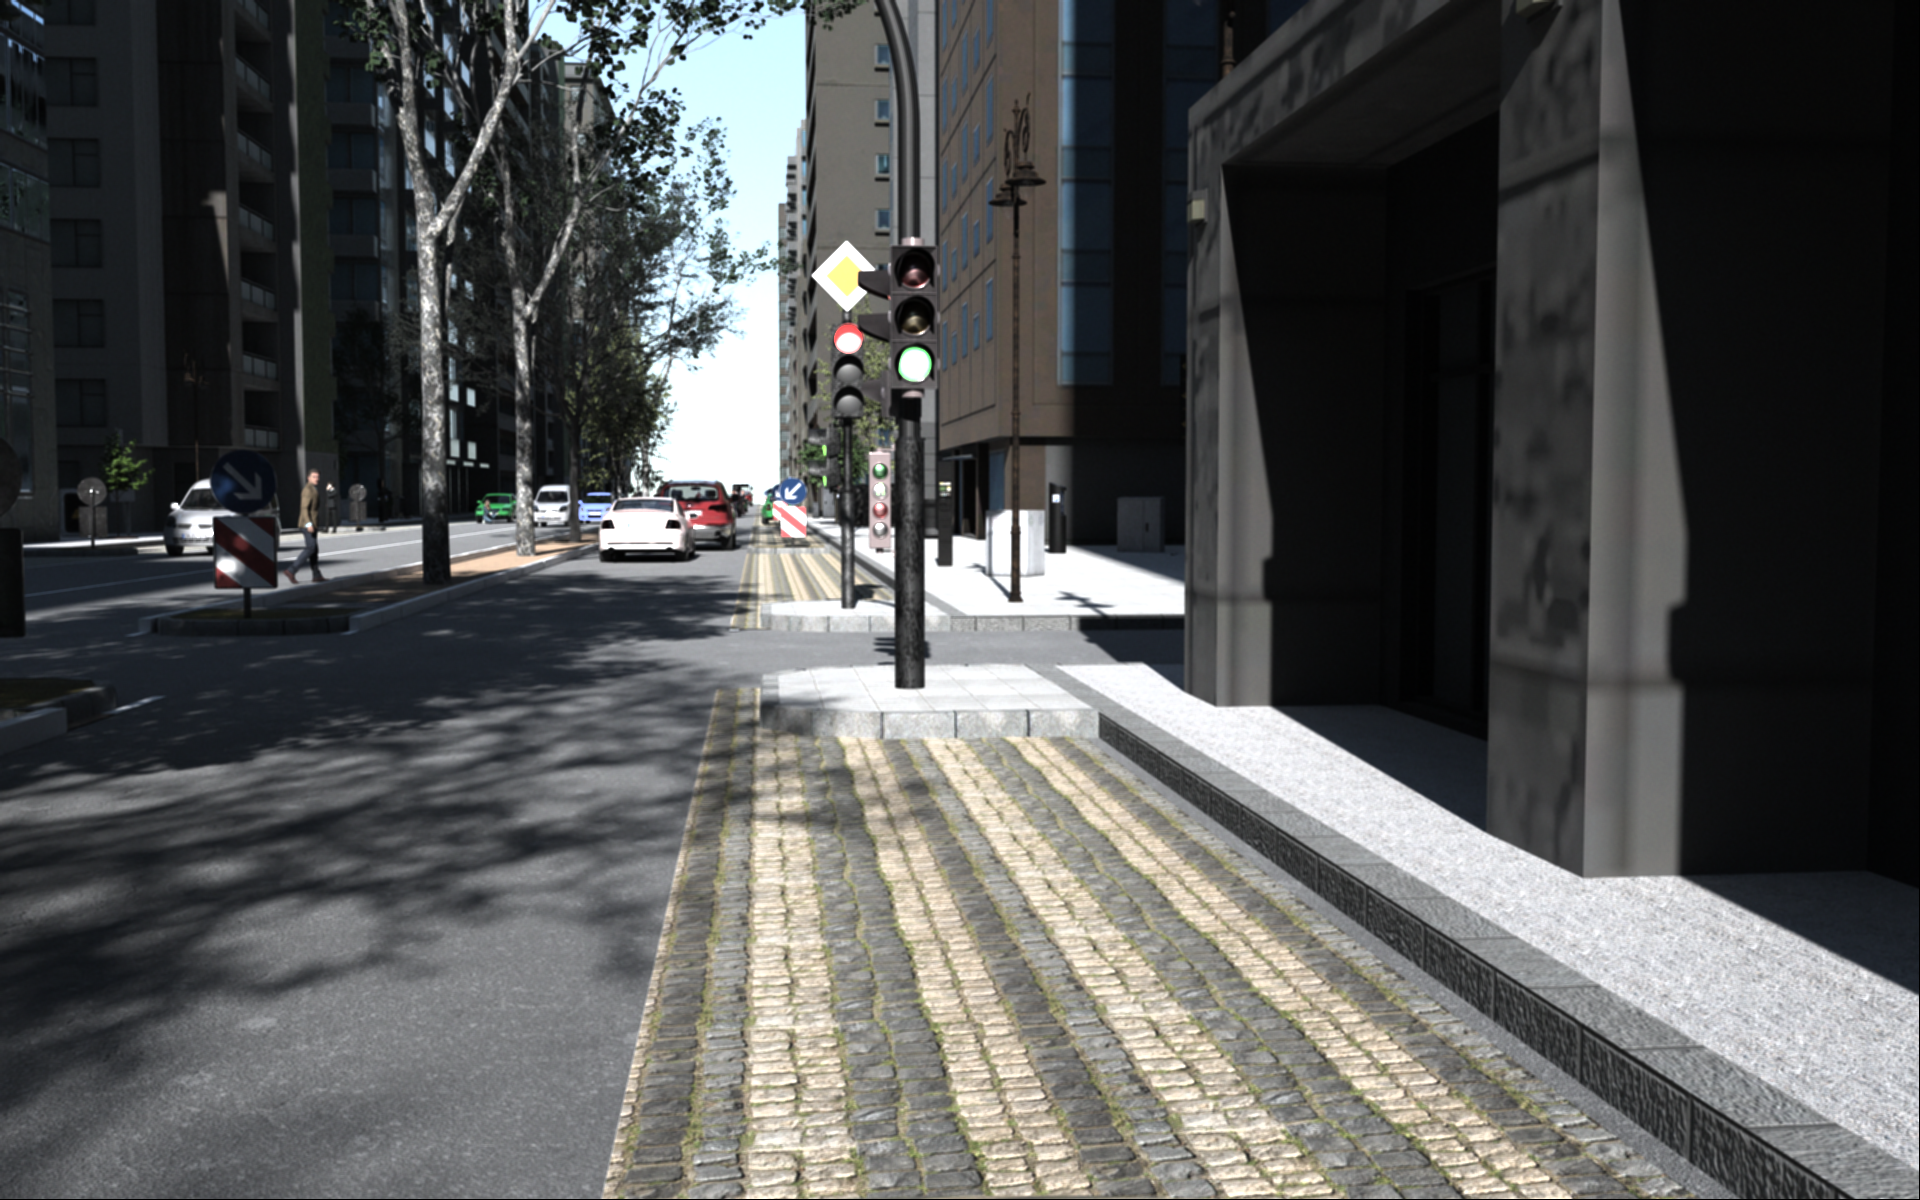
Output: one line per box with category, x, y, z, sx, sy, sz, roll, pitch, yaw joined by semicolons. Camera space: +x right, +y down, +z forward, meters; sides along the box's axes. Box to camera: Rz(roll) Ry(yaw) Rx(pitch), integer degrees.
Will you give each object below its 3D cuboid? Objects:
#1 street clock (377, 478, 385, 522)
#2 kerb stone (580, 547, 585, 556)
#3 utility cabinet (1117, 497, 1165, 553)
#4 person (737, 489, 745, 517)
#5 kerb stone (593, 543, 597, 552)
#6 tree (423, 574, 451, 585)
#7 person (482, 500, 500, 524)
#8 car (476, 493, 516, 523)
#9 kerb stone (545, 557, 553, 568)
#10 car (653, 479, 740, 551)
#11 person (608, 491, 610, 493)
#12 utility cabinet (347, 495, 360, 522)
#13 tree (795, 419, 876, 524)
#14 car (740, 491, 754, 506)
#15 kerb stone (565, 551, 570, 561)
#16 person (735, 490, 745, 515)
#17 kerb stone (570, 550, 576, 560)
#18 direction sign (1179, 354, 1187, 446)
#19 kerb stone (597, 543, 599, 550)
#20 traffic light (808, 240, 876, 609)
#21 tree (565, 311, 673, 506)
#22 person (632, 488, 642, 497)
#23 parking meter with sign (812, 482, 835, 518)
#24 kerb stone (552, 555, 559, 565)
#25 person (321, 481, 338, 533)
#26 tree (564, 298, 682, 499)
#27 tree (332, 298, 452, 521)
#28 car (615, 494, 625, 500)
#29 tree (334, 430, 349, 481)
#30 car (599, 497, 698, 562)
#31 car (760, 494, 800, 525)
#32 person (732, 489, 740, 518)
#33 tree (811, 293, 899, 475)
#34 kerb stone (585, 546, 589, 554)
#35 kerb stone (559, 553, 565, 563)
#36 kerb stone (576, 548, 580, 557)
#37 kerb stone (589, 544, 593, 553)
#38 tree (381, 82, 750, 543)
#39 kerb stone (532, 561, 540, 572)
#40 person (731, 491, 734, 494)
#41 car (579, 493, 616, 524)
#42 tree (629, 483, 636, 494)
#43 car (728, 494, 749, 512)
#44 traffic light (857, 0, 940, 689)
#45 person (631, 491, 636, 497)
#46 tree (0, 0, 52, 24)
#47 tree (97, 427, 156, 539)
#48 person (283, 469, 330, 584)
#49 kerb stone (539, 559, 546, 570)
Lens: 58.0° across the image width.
street clock;-26.175;-4.509;78.290;0.358;2.002;0.471;0;4;-6
kerb stone;-8.826;-1.084;39.942;0.120;0.150;1.000;0;4;-7
utility cabinet;3.982;-1.650;38.139;1.020;1.237;0.306;2;4;26
person;-13.395;-5.913;105.973;0.742;1.727;0.445;2;4;28
kerb stone;-9.175;-1.273;43.004;0.120;0.150;1.000;0;4;-7
tree;-6.964;-10.258;26.062;12.611;20.169;13.585;0;3;0
person;-22.649;-4.259;83.630;0.738;1.151;1.012;2;4;24
car;-23.169;-4.788;87.087;1.959;1.807;4.718;0;4;-6
kerb stone;-8.118;-0.712;33.844;0.120;0.150;1.000;0;4;-7
car;-6.915;-2.238;45.263;2.281;1.827;5.304;0;4;-6
person;-34.006;-9.708;167.892;0.621;1.740;0.551;0;4;-4
utility cabinet;-27.772;-4.171;79.361;0.306;1.237;1.020;0;4;-6
tree;-5.342;-5.516;73.904;4.285;4.588;4.351;0;3;0
car;-25.420;-11.929;203.711;2.281;1.827;5.304;0;4;-6
kerb stone;-8.472;-0.899;36.892;0.120;0.150;1.000;0;4;-7
person;-15.125;-6.720;119.170;0.742;1.727;0.445;0;4;-2
kerb stone;-8.585;-0.961;37.909;0.120;0.150;1.000;0;4;-7
direction sign;3.988;-2.204;28.029;0.876;3.537;0.379;1;4;15
kerb stone;-9.291;-1.335;44.021;0.120;0.150;1.000;0;4;-7
traffic light;-1.275;-1.860;19.335;0.839;4.253;0.868;0;4;-7
tree;-13.881;-7.278;71.819;4.737;8.622;4.395;0;3;0
person;-21.350;-6.492;114.651;1.348;1.823;0.705;-3;5;-41
parking meter with sign;-6.934;-5.829;91.564;1.738;3.016;0.543;0;4;-4
kerb stone;-8.236;-0.775;34.859;0.120;0.150;1.000;0;4;-7
person;-22.938;-3.375;63.048;0.648;1.900;0.474;3;4;37
tree;-12.106;-6.647;61.501;4.360;8.622;3.978;0;3;0
tree;-28.020;-9.090;83.037;7.601;10.594;8.767;-1;4;-13
car;-30.987;-8.926;156.159;2.015;1.641;3.980;0;4;-5
tree;-27.349;-5.472;73.178;4.285;4.588;4.351;0;3;0
car;-6.820;-1.565;37.952;2.083;1.381;4.827;0;4;-6
car;-8.478;-4.476;81.979;1.959;1.807;4.718;-1;4;-8
person;-13.540;-5.785;104.001;0.530;1.710;0.541;-1;4;-22
tree;-3.014;-6.760;60.889;4.737;8.622;4.395;0;3;0
kerb stone;-8.938;-1.148;40.973;0.120;0.150;1.000;0;4;-7
kerb stone;-8.354;-0.837;35.875;0.120;0.150;1.000;0;4;-7
kerb stone;-8.712;-1.023;38.927;0.120;0.150;1.000;0;4;-7
kerb stone;-9.063;-1.211;41.987;0.120;0.150;1.000;0;4;-7
tree;-11.438;-8.452;51.010;12.009;13.543;11.850;0;3;0
kerb stone;-7.885;-0.587;31.800;0.120;0.150;1.000;0;4;-7
person;-19.302;-8.435;147.334;0.530;1.710;0.541;2;4;31
car;-17.583;-4.574;84.382;1.945;1.707;3.694;0;4;-5
tree;-47.836;-15.674;250.876;1.663;3.219;1.824;0;3;0
car;-17.889;-7.733;138.230;2.131;1.459;4.920;0;4;-8
traffic light;-2.430;-2.224;11.023;4.771;5.953;1.251;0;4;-7
person;-34.070;-10.512;181.086;0.721;1.735;1.217;3;4;39
tree;-6.078;-5.878;5.210;9.857;13.997;8.962;0;3;0
tree;-24.305;-3.378;49.830;1.663;3.219;1.824;0;3;0
person;-10.490;-1.191;27.876;0.656;1.842;0.836;3;5;40
kerb stone;-8.009;-0.649;32.815;0.120;0.150;1.000;0;4;-7
